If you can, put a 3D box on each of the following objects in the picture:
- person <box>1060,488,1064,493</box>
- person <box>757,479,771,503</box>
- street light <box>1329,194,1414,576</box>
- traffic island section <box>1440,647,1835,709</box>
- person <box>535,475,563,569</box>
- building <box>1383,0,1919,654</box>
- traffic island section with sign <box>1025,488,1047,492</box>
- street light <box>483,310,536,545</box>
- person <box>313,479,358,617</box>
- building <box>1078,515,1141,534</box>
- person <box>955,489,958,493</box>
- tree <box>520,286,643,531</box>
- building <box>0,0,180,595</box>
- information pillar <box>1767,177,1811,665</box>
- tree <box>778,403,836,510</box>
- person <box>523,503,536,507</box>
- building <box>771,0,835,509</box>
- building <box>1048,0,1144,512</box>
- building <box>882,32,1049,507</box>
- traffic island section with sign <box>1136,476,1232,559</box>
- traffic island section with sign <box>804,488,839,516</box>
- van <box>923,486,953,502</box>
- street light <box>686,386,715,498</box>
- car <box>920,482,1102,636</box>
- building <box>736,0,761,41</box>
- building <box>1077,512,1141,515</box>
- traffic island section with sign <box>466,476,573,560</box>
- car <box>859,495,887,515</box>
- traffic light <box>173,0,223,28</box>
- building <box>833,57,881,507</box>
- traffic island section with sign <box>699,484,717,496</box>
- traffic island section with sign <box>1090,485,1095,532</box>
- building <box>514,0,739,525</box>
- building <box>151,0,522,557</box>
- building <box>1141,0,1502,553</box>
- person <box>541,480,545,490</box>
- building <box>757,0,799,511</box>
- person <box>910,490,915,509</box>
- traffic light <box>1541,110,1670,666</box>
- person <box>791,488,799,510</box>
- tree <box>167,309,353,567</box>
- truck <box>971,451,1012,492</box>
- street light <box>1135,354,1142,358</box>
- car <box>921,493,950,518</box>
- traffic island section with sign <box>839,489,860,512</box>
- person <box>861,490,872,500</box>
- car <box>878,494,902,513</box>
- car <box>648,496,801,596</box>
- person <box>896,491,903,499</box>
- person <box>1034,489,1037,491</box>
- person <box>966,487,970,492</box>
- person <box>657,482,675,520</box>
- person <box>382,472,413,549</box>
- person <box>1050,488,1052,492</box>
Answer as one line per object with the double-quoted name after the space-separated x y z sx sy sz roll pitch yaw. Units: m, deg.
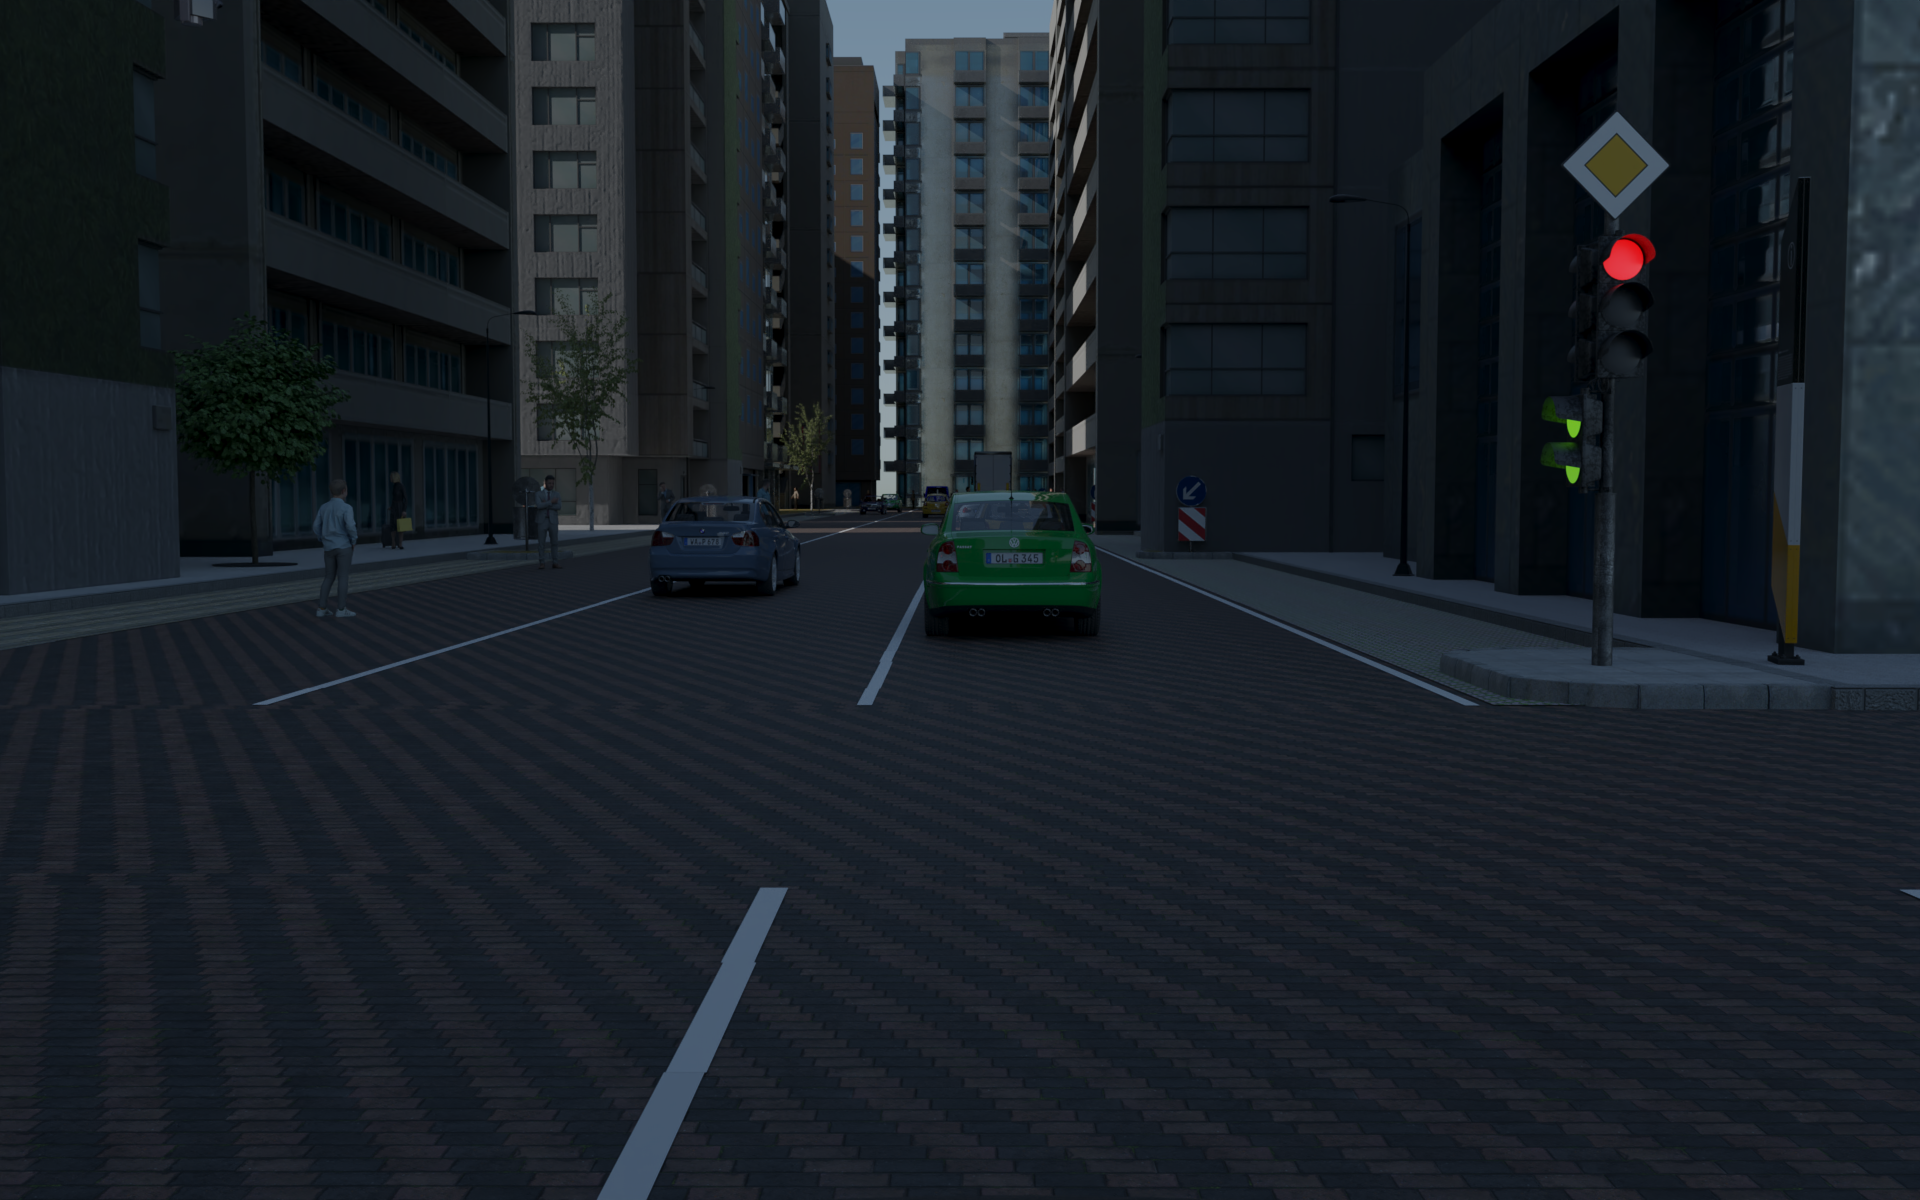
7.248 -7.113 123.282 0.436 1.711 0.756 1 4 20 "person"
-5.316 -2.352 46.824 0.748 1.841 0.638 3 5 39 "person"
6.421 -3.332 27.022 1.470 5.913 1.316 0 4 0 "street light"
4.832 0.569 12.982 2.009 0.180 2.903 0 4 0 "traffic island section"
-7.872 -1.499 33.186 0.511 1.800 0.466 -3 4 -38 "person"
22.570 -43.404 22.323 31.000 86.520 22.319 0 4 0 "building"
5.338 -6.508 115.039 1.989 1.847 2.006 0 4 0 "traffic island section with sign"
-11.402 -4.365 43.906 1.470 5.913 1.316 0 4 0 "street light"
-7.262 -0.607 20.234 0.589 1.601 0.330 2 4 26 "person"
15.458 -27.248 69.199 21.300 48.544 21.600 0 4 0 "building"
-0.193 -8.676 150.215 0.599 1.838 0.709 0 4 8 "person"
-13.160 -6.737 60.520 4.737 8.622 4.395 0 3 0 "tree"
-19.051 -15.120 18.907 14.160 30.474 14.107 0 4 0 "building"
6.283 -1.331 13.111 0.183 3.616 0.504 1 4 12 "information pillar"
-12.004 -11.440 137.412 4.737 8.622 4.395 0 3 0 "tree"
-15.704 -3.492 63.121 0.713 1.824 0.794 0 4 8 "person"
-22.404 -32.359 152.777 21.600 48.544 21.300 0 4 0 "building"
18.968 -32.353 152.668 21.300 48.544 21.600 0 4 0 "building"
7.335 -34.439 182.680 30.456 49.044 23.786 0 4 0 "building"
4.958 -1.836 38.649 1.989 1.847 2.006 0 4 0 "traffic island section with sign"
-9.294 -6.495 114.815 1.989 1.847 2.006 0 4 0 "traffic island section with sign"
-1.709 -7.799 131.895 2.240 2.365 5.245 0 4 0 "van"
-11.239 -6.252 74.768 1.470 5.913 1.316 0 4 0 "street light"
0.531 -0.615 18.851 1.959 1.807 4.718 0 4 0 "car"
-18.572 -27.189 94.656 14.600 45.320 14.200 0 4 0 "building"
18.369 -31.008 130.688 21.300 48.544 21.600 0 4 0 "building"
-9.660 -1.814 38.288 1.989 1.847 2.006 0 4 0 "traffic island section with sign"
-6.089 -6.675 121.712 1.945 1.354 3.894 0 4 1 "car"
-7.977 -2.341 12.949 4.771 5.953 1.251 0 4 0 "traffic light"
-15.550 -32.296 178.155 14.200 45.320 14.600 0 4 0 "building"
-9.521 -3.473 65.415 1.989 1.847 2.006 0 4 0 "traffic island section with sign"
5.099 -3.485 65.603 1.989 1.847 2.006 0 4 0 "traffic island section with sign"
-17.591 -23.995 75.919 14.154 41.232 14.086 0 4 0 "building"
-24.901 -25.722 44.250 21.300 48.544 21.600 0 4 0 "building"
11.537 -22.021 43.646 14.154 41.232 14.086 0 4 0 "building"
-15.961 -3.724 66.792 0.638 1.841 0.748 0 4 -3 "person"
-23.717 -30.413 116.854 23.786 49.044 30.456 0 4 0 "building"
-4.377 -9.323 161.021 0.705 1.812 1.348 -1 4 -16 "person"
4.792 -1.465 12.868 0.839 4.253 0.868 0 4 0 "traffic light"
-13.489 -8.319 142.075 0.705 1.823 1.348 -2 4 -29 "person"
-12.595 -2.893 31.018 4.285 4.588 4.351 0 3 0 "tree"
2.185 -7.961 119.084 2.839 4.237 11.283 0 3 0 "truck"
6.525 -5.212 57.750 1.470 5.913 1.316 0 4 0 "street light"
-1.360 -5.789 104.875 2.015 1.641 3.980 0 4 2 "car"
-9.160 -8.143 141.770 1.989 1.847 2.006 0 4 0 "traffic island section with sign"
-7.767 -8.409 146.505 1.217 1.766 0.721 -1 4 -16 "person"
-5.448 -7.710 134.855 1.959 1.807 4.718 0 3 0 "car"
-3.435 -0.836 25.677 2.014 1.417 4.499 0 4 2 "car"
-5.786 -9.126 158.529 1.217 1.723 0.721 0 4 -8 "person"
5.676 -7.523 131.510 0.705 1.822 1.348 0 4 7 "person"
0.443 -4.977 89.884 0.705 1.823 1.348 0 4 4 "person"
-10.209 -3.180 60.296 0.655 1.846 0.447 0 4 -2 "person"
-13.185 -2.097 40.544 0.699 1.804 1.509 -1 4 -18 "person"
7.750 -8.519 145.862 0.617 1.759 0.750 -1 4 -23 "person"
